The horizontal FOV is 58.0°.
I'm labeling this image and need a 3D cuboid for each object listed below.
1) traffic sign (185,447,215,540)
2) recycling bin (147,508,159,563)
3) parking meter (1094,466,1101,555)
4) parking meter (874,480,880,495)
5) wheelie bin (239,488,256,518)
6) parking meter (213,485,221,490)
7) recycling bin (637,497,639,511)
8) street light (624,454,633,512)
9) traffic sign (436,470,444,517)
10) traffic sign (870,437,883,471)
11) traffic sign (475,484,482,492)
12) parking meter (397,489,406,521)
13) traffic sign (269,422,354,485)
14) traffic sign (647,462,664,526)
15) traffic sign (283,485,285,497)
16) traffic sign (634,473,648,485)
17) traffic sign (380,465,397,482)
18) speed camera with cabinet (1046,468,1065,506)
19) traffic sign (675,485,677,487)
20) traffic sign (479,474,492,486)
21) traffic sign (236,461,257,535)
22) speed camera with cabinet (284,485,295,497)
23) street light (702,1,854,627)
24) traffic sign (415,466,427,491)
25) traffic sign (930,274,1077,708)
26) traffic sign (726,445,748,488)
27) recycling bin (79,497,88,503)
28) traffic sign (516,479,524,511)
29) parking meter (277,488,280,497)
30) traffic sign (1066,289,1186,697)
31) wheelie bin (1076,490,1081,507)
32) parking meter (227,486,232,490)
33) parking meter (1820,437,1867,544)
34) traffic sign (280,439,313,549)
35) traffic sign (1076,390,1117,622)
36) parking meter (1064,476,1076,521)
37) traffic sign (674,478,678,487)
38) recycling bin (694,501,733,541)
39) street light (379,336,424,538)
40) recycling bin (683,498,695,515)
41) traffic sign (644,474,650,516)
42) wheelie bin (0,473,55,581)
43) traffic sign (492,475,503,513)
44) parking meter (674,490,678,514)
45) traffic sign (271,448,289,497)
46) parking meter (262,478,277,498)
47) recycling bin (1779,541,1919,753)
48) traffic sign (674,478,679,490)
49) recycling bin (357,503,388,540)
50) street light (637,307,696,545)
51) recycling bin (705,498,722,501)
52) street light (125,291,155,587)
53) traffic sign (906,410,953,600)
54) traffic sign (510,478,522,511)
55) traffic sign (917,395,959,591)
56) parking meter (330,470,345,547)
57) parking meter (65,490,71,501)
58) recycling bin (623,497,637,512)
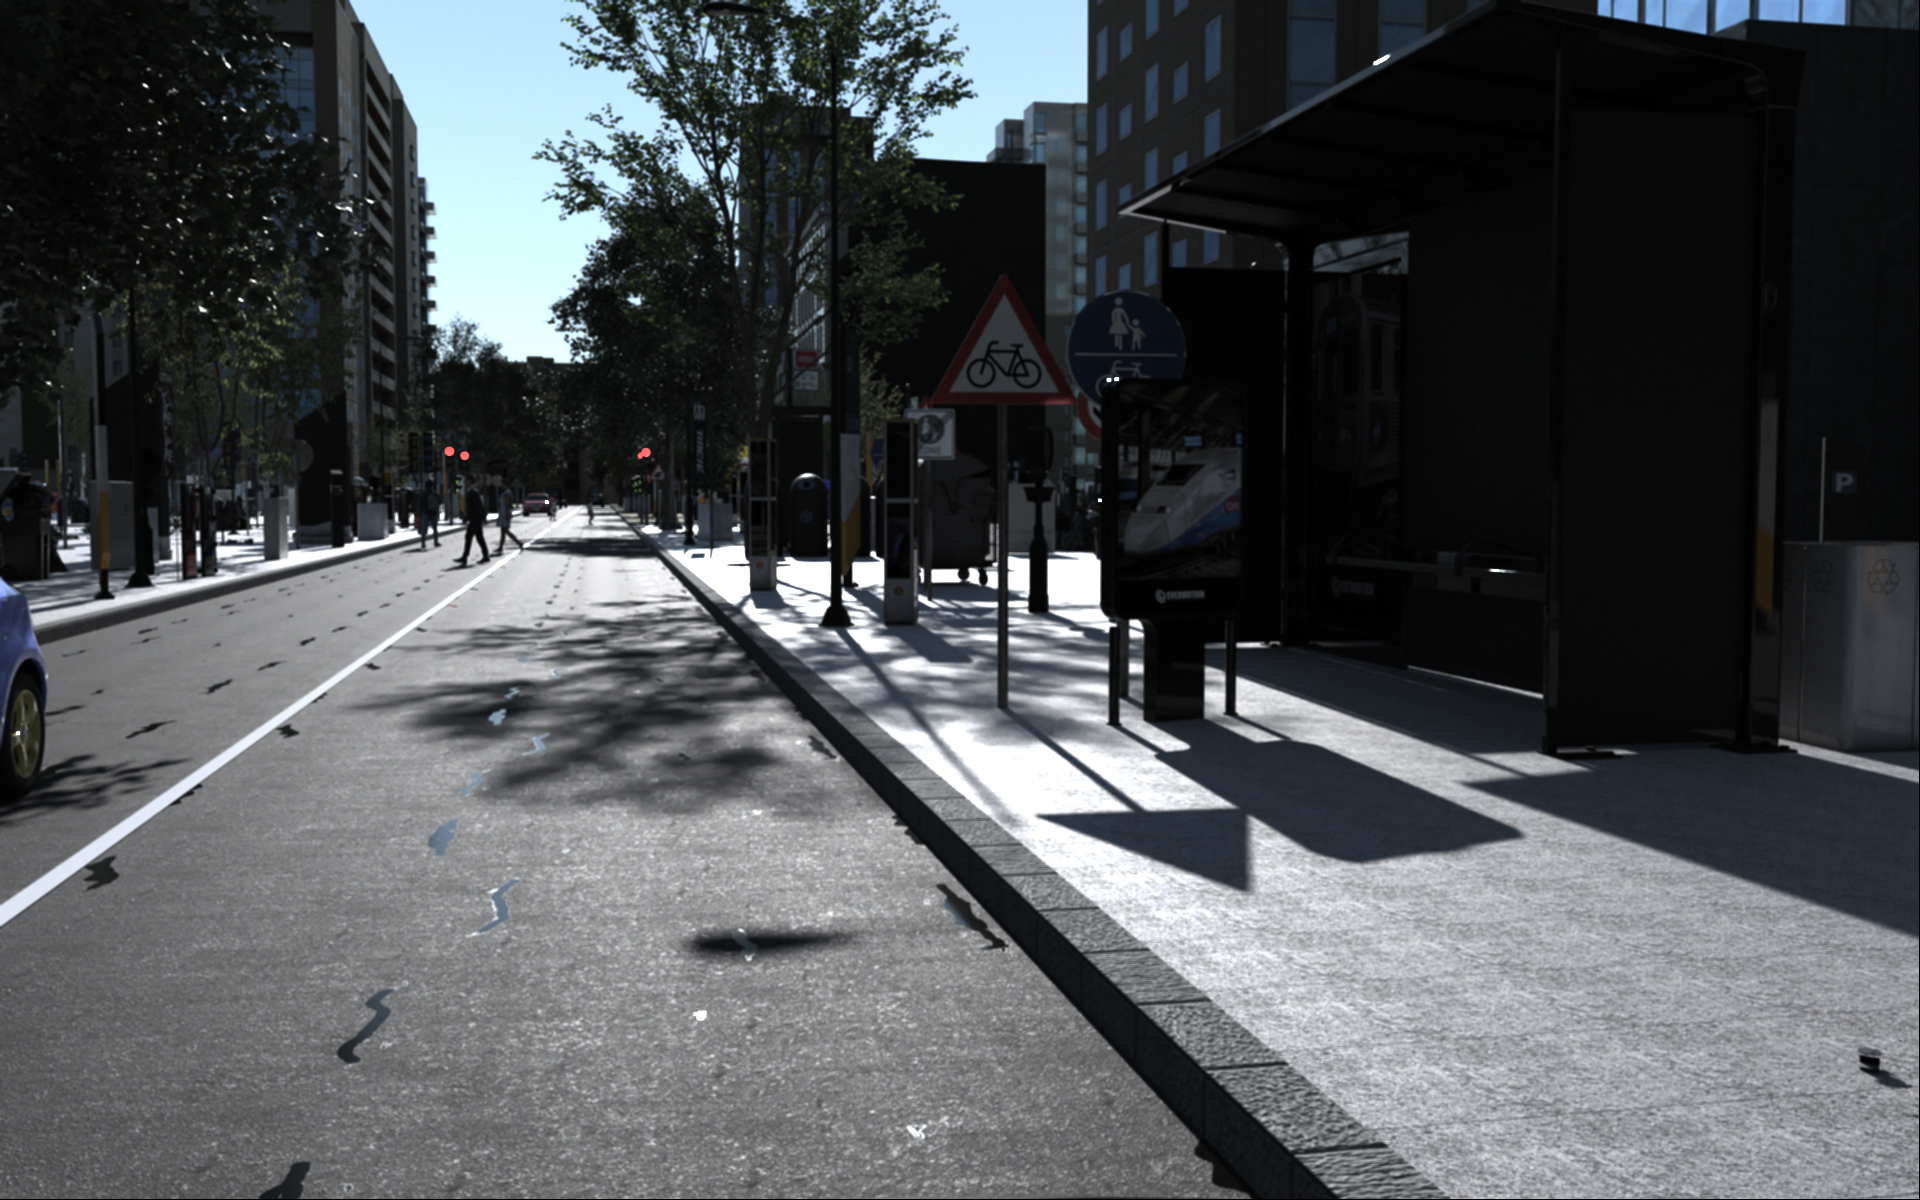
[{"bbox_3d":[-20.660,-2.874,47.094,0.768,2.556,0.104,0,4,-5],"label":"traffic sign"},{"bbox_3d":[-15.248,-1.181,31.861,0.722,1.027,0.722,0,4,-3],"label":"recycling bin"},{"bbox_3d":[3.024,-1.867,36.236,0.399,1.863,0.255,3,5,42],"label":"parking meter"},{"bbox_3d":[-3.392,-4.058,72.061,0.255,1.863,0.399,1,4,13],"label":"parking meter"},{"bbox_3d":[-38.811,-5.294,94.467,0.980,1.594,0.693,-1,4,-23],"label":"wheelie bin"},{"bbox_3d":[-46.658,-6.305,108.802,0.255,1.863,0.399,3,4,36],"label":"parking meter"},{"bbox_3d":[-24.961,-7.319,132.221,0.722,1.027,0.722,1,4,14],"label":"recycling bin"},{"bbox_3d":[-12.938,-6.008,70.772,1.470,5.913,1.316,-1,4,-12],"label":"street light"},{"bbox_3d":[-27.797,-5.654,92.444,0.884,2.594,0.081,-1,4,-11],"label":"traffic sign"},{"bbox_3d":[-1.616,-2.351,38.551,0.768,2.556,0.104,0,4,-3],"label":"traffic sign"},{"bbox_3d":[-41.298,-9.086,148.561,0.884,2.594,0.081,-1,4,-9],"label":"traffic sign"},{"bbox_3d":[-26.315,-4.478,81.632,0.372,1.533,0.369,0,3,0],"label":"parking meter"},{"bbox_3d":[-18.229,-3.355,48.721,2.265,3.308,0.079,0,4,-7],"label":"traffic sign"},{"bbox_3d":[-12.090,-4.251,69.503,0.884,2.594,0.081,0,4,-4],"label":"traffic sign"},{"bbox_3d":[-22.026,-3.320,56.407,0.606,2.300,0.079,0,4,-3],"label":"traffic sign"},{"bbox_3d":[-18.064,-5.994,98.107,0.768,2.556,0.104,0,4,-8],"label":"traffic sign"},{"bbox_3d":[-25.181,-4.653,76.078,0.884,2.594,0.081,-1,4,-10],"label":"traffic sign"},{"bbox_3d":[6.251,-7.264,113.108,2.038,3.252,0.660,-1,4,-18],"label":"speed camera with cabinet"},{"bbox_3d":[-21.296,-7.846,128.289,0.884,2.594,0.081,-1,4,-12],"label":"traffic sign"},{"bbox_3d":[-29.377,-6.555,107.272,0.768,2.556,0.104,0,4,-3],"label":"traffic sign"},{"bbox_3d":[-22.149,-3.161,53.807,0.606,2.300,0.079,0,4,-5],"label":"traffic sign"},{"bbox_3d":[-24.904,-4.413,66.493,2.038,3.252,0.660,-2,4,-33],"label":"speed camera with cabinet"},{"bbox_3d":[-1.736,-2.694,16.596,1.470,5.913,1.316,-1,4,-12],"label":"street light"},{"bbox_3d":[-24.632,-4.861,79.586,0.768,2.556,0.104,0,4,-5],"label":"traffic sign"},{"bbox_3d":[0.256,-0.631,10.328,0.884,2.594,0.081,-1,4,-10],"label":"traffic sign"},{"bbox_3d":[-8.827,-4.777,71.974,2.265,3.308,0.079,-1,4,-10],"label":"traffic sign"},{"bbox_3d":[-72.546,-7.978,142.991,0.722,1.027,0.722,1,4,16],"label":"recycling bin"},{"bbox_3d":[-34.415,-8.184,134.995,0.795,2.450,0.064,0,4,-7],"label":"traffic sign"},{"bbox_3d":[-29.688,-4.091,75.293,0.372,1.533,0.369,0,3,0],"label":"parking meter"},{"bbox_3d":[1.031,-0.660,10.901,0.768,2.556,0.104,0,4,-8],"label":"traffic sign"},{"bbox_3d":[8.357,-7.233,126.171,0.980,1.594,0.693,1,4,19],"label":"wheelie bin"},{"bbox_3d":[-49.808,-6.884,118.269,0.399,1.863,0.255,0,4,7],"label":"parking meter"},{"bbox_3d":[9.121,-0.746,17.901,0.399,1.863,0.255,1,4,20],"label":"parking meter"},{"bbox_3d":[-15.409,-2.455,40.239,0.768,2.556,0.104,0,4,-5],"label":"traffic sign"},{"bbox_3d":[1.536,-1.054,17.341,0.768,2.556,0.104,0,4,-4],"label":"traffic sign"},{"bbox_3d":[3.574,-3.082,56.109,0.255,1.863,0.399,-2,4,-26],"label":"parking meter"},{"bbox_3d":[-21.063,-7.757,126.937,0.768,2.556,0.104,-1,4,-11],"label":"traffic sign"},{"bbox_3d":[-6.755,-2.155,47.793,0.722,1.027,0.722,-3,5,-42],"label":"recycling bin"},{"bbox_3d":[-16.448,-4.796,50.961,1.470,5.913,1.316,-1,4,-12],"label":"street light"},{"bbox_3d":[-16.324,-5.657,105.045,0.722,1.027,0.722,-2,4,-33],"label":"recycling bin"},{"bbox_3d":[-18.859,-6.324,103.503,0.768,2.556,0.104,0,4,-5],"label":"traffic sign"},{"bbox_3d":[-13.937,-1.097,25.848,0.693,1.594,0.980,-1,4,-13],"label":"wheelie bin"},{"bbox_3d":[-30.666,-7.016,114.816,0.768,2.556,0.104,0,4,-4],"label":"traffic sign"},{"bbox_3d":[-18.532,-6.385,112.803,0.372,1.533,0.369,0,3,0],"label":"parking meter"},{"bbox_3d":[-18.652,-2.904,47.585,0.768,2.556,0.104,0,4,-5],"label":"traffic sign"},{"bbox_3d":[-23.163,-3.206,58.128,0.255,1.863,0.399,3,5,42],"label":"parking meter"},{"bbox_3d":[4.684,0.220,8.960,0.722,1.027,0.722,-1,4,-9],"label":"recycling bin"},{"bbox_3d":[-21.213,-7.853,128.495,0.768,2.556,0.104,0,4,-3],"label":"traffic sign"},{"bbox_3d":[-16.533,-2.215,48.764,0.722,1.027,0.722,-1,4,-9],"label":"recycling bin"},{"bbox_3d":[-7.345,-4.330,43.345,1.470,5.913,1.316,-1,4,-12],"label":"street light"},{"bbox_3d":[-14.181,-5.338,99.836,0.722,1.027,0.722,3,5,42],"label":"recycling bin"},{"bbox_3d":[-10.825,-3.142,23.906,1.470,5.913,1.316,-1,4,-12],"label":"street light"},{"bbox_3d":[-0.368,-1.145,20.848,0.606,2.300,0.079,-1,4,-9],"label":"traffic sign"},{"bbox_3d":[-34.263,-8.176,133.679,0.884,2.594,0.081,-1,4,-11],"label":"traffic sign"},{"bbox_3d":[-0.454,-1.400,22.891,0.884,2.594,0.081,0,4,-6],"label":"traffic sign"},{"bbox_3d":[-15.069,-2.214,41.912,0.255,1.863,0.399,-2,4,-28],"label":"parking meter"},{"bbox_3d":[-53.975,-5.897,104.834,0.372,1.533,0.369,0,3,0],"label":"parking meter"},{"bbox_3d":[-24.008,-6.907,125.481,0.722,1.027,0.722,-1,4,-18],"label":"recycling bin"}]
